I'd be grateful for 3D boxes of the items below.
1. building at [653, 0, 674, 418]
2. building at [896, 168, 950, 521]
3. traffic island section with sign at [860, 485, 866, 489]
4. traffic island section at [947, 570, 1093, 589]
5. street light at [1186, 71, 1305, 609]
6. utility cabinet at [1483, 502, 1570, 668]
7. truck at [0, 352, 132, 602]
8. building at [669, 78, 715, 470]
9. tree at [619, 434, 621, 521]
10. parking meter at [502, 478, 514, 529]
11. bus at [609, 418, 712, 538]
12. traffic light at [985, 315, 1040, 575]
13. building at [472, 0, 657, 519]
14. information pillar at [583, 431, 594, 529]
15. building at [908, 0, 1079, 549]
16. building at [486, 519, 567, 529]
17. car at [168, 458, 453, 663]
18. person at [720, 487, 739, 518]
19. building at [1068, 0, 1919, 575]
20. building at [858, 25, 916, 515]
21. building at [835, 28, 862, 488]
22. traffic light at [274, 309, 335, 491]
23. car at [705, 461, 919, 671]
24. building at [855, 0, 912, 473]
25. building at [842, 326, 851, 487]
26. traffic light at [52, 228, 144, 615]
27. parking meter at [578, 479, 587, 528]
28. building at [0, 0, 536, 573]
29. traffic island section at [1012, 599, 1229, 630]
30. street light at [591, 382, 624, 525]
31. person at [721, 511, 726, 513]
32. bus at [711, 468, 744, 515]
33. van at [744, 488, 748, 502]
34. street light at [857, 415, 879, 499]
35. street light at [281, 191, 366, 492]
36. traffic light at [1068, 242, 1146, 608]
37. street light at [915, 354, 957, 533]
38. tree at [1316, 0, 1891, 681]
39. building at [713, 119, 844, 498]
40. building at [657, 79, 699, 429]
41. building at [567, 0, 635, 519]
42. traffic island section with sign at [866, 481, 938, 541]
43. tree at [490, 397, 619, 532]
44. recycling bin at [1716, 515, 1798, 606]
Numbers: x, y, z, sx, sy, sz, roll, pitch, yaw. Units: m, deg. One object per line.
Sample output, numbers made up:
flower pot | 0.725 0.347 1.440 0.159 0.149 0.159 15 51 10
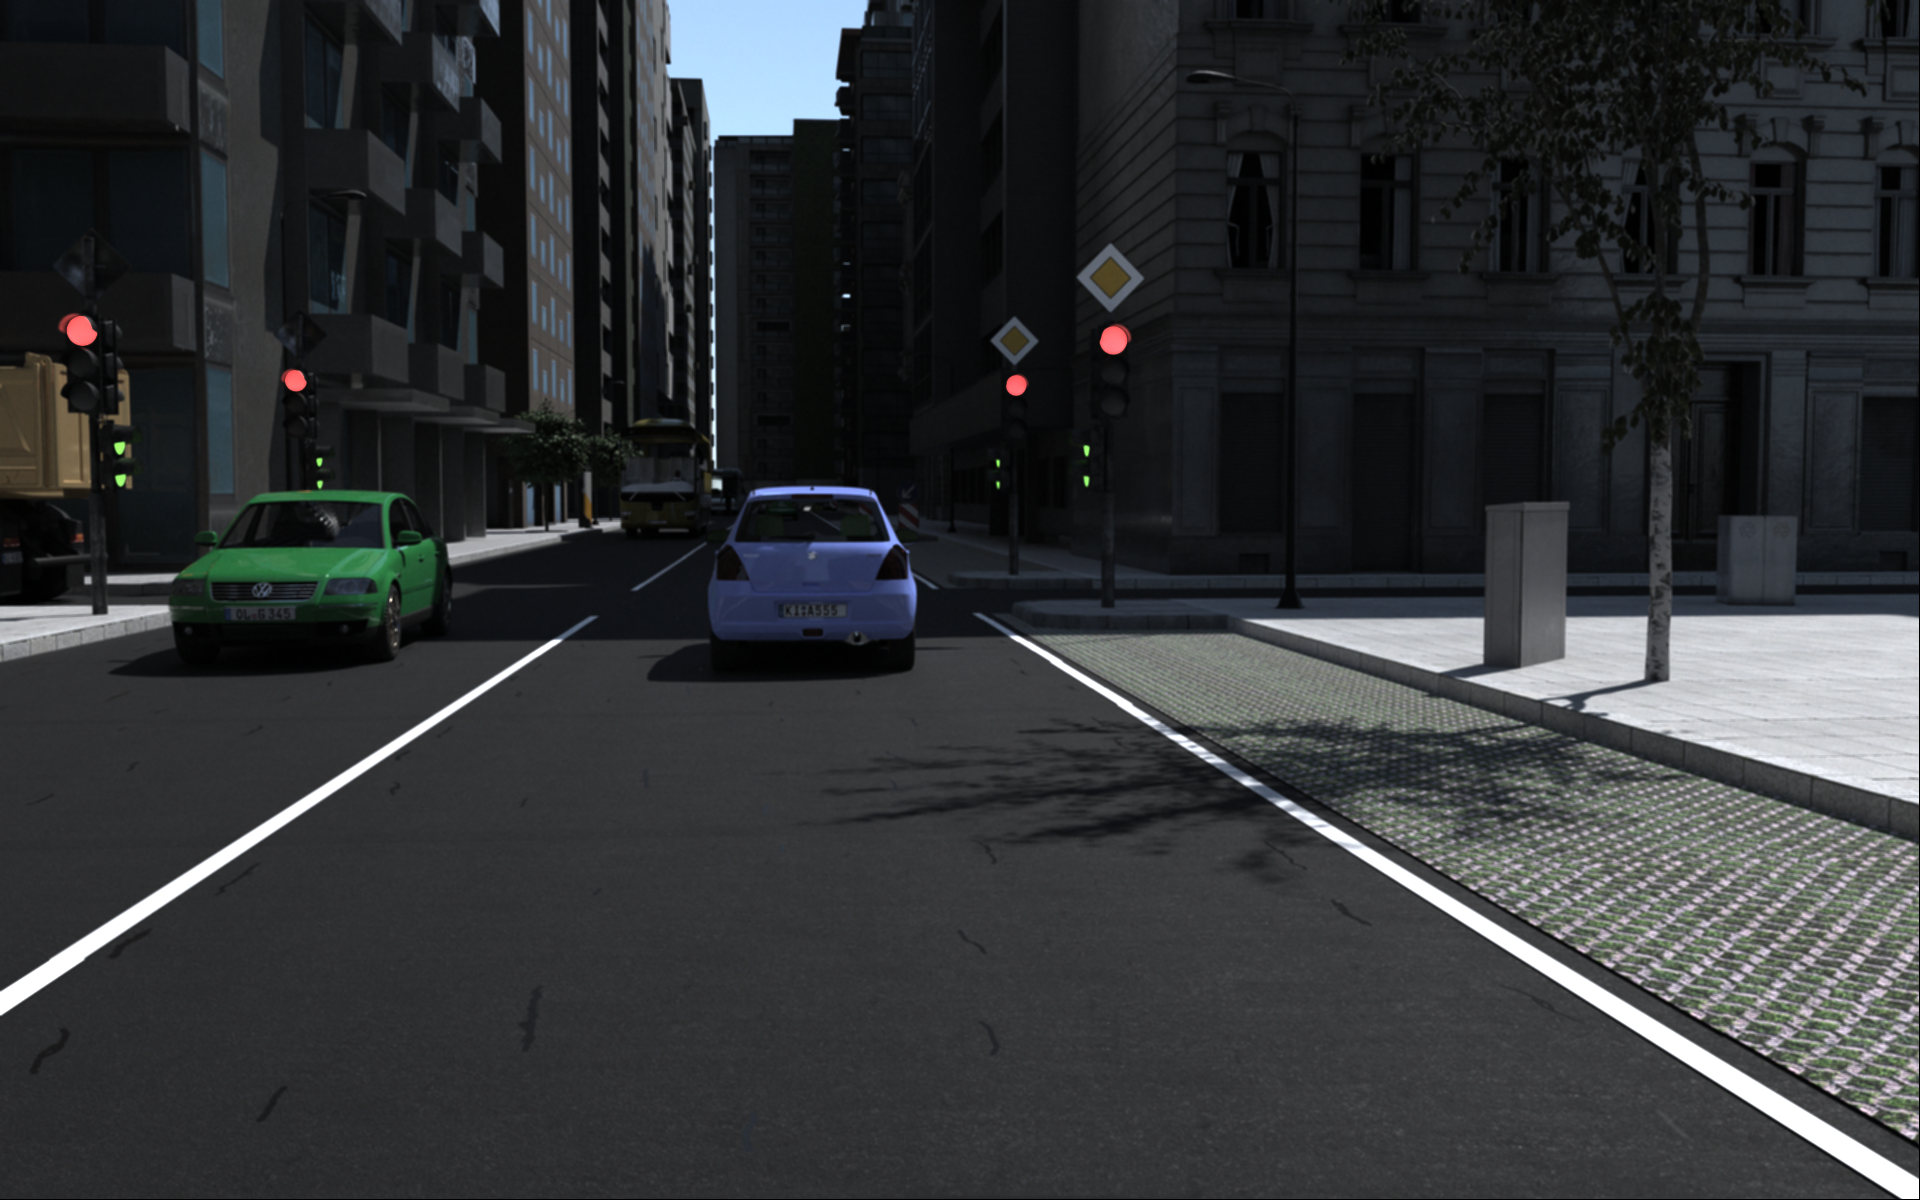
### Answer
building | -35.249 -32.861 126.513 28.713 52.752 27.495 0 4 -6
building | 4.189 -16.295 85.503 14.460 24.649 34.723 0 4 -6
traffic island section with sign | -4.505 -4.353 79.802 1.989 1.847 2.006 0 4 -6
traffic island section | 0.876 -0.321 27.532 2.009 0.180 2.903 0 4 -6
street light | 3.177 -2.857 19.257 1.470 5.913 1.316 0 4 -6
utility cabinet | 4.311 -0.124 13.197 0.306 1.237 1.020 3 4 37
truck | -16.001 -1.593 21.966 9.791 3.379 3.469 0 4 -4
building | -38.735 -34.841 193.356 21.600 48.544 21.300 0 4 -6
tree | -16.756 -6.055 82.710 4.285 4.588 4.351 0 3 0
parking meter | -16.530 -3.527 63.375 0.255 1.863 0.399 1 4 18
bus | -10.087 -4.181 59.909 2.896 3.916 12.252 0 4 -6
traffic light | 0.835 -2.354 27.414 0.839 4.253 0.868 0 4 -6
building | -26.317 -27.928 106.739 14.600 45.320 14.200 0 4 -6
information pillar | -13.834 -4.465 64.349 0.183 3.616 0.504 1 4 14
building | 6.561 -14.323 53.246 14.314 24.678 30.058 0 4 -6
building | -23.457 -25.624 69.059 14.600 45.320 14.200 0 4 -6
car | -5.911 -0.449 16.145 1.959 1.807 4.718 0 4 -8
person | -13.907 -5.872 104.140 0.705 1.869 1.348 3 5 45
building | 11.695 -11.199 32.254 18.267 20.994 9.793 0 4 -6
building | 0.385 -20.785 111.542 14.160 30.474 14.107 0 4 -6
building | -0.548 -31.162 164.117 22.147 44.769 28.867 0 4 -6
traffic light | -9.968 -2.286 26.289 0.839 4.253 0.868 0 4 -6
car | -1.310 -0.356 15.414 1.945 1.707 3.694 0 4 -5
building | 3.995 -31.491 134.484 23.786 49.044 30.456 0 4 -6
building | 0.894 -21.793 201.347 28.899 21.520 27.650 0 4 -6
traffic light | -9.149 -1.800 18.346 0.839 4.253 0.868 0 4 -6
parking meter | -14.366 -3.698 66.181 0.399 1.863 0.255 -2 4 -24
building | -23.073 -25.624 38.554 23.786 49.044 30.456 0 4 -6
traffic island section | 1.694 0.165 19.588 2.009 0.180 2.903 0 4 -6
street light | -14.566 -6.060 71.622 1.470 5.913 1.316 0 4 -6
person | -17.891 -7.487 130.896 0.705 1.826 1.348 1 4 15
bus | -16.635 -7.728 121.207 2.948 3.499 13.247 0 4 -5
van | -20.499 -9.437 158.670 2.240 2.365 5.245 0 4 -7
street light | -5.350 -7.899 101.687 1.470 5.913 1.316 0 4 -6
street light | -9.808 -3.310 26.663 1.470 5.913 1.316 0 4 -6
traffic light | 1.653 -1.868 19.470 0.839 4.253 0.868 0 4 -6
street light | -0.801 -5.193 57.454 1.470 5.913 1.316 0 4 -6
tree | 4.569 -3.751 11.689 4.360 8.622 3.978 0 3 0
building | -20.054 -31.084 191.809 14.086 41.232 14.154 0 4 -6
building | -36.465 -28.588 159.301 23.993 40.220 32.217 0 4 -6
building | -24.990 -19.565 91.584 14.160 30.474 14.107 0 4 -6
traffic island section with sign | -1.741 -2.710 52.944 1.989 1.847 2.006 0 4 -6
tree | -14.109 -4.584 58.664 4.285 4.588 4.351 0 3 0
recycling bin | 9.302 -0.470 20.241 0.722 1.027 0.722 1 4 12
